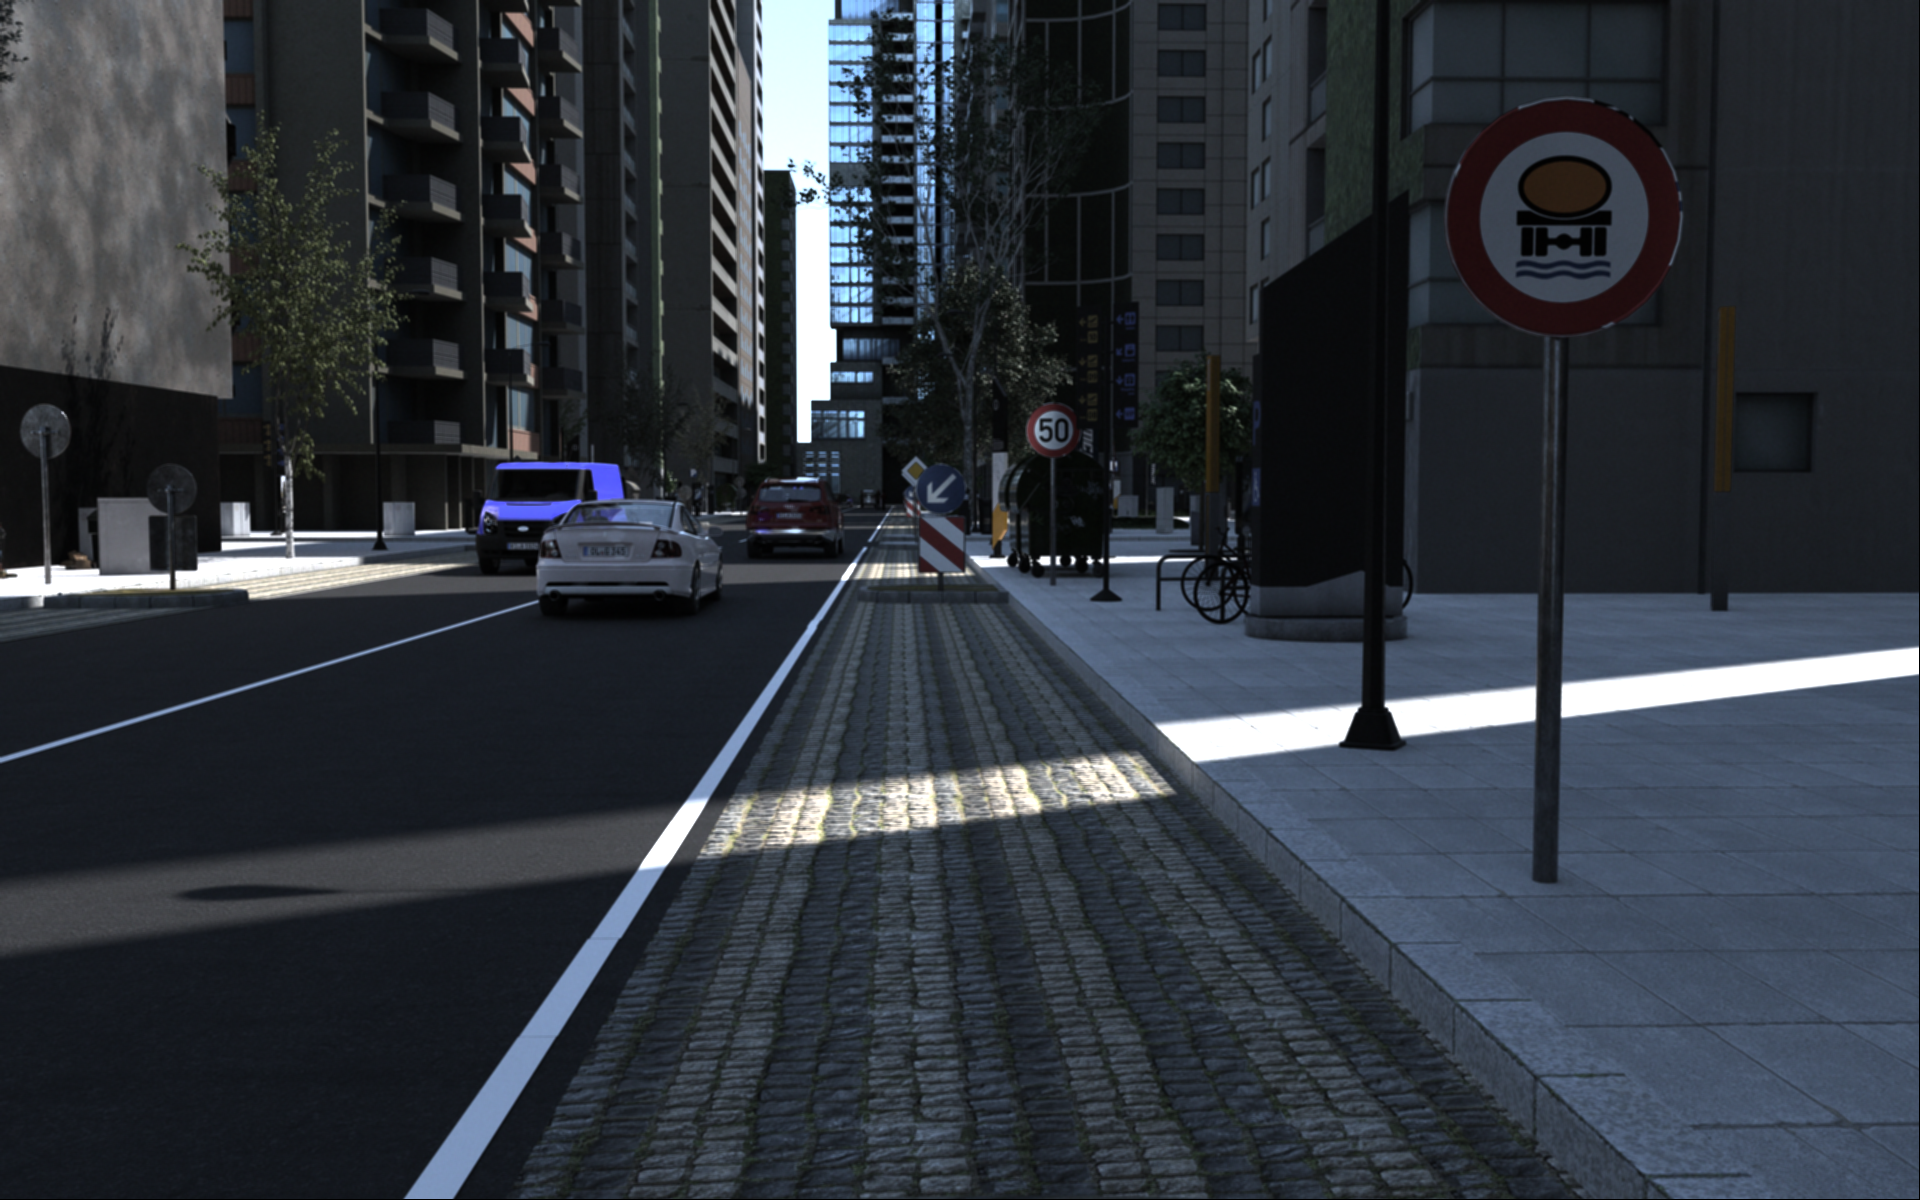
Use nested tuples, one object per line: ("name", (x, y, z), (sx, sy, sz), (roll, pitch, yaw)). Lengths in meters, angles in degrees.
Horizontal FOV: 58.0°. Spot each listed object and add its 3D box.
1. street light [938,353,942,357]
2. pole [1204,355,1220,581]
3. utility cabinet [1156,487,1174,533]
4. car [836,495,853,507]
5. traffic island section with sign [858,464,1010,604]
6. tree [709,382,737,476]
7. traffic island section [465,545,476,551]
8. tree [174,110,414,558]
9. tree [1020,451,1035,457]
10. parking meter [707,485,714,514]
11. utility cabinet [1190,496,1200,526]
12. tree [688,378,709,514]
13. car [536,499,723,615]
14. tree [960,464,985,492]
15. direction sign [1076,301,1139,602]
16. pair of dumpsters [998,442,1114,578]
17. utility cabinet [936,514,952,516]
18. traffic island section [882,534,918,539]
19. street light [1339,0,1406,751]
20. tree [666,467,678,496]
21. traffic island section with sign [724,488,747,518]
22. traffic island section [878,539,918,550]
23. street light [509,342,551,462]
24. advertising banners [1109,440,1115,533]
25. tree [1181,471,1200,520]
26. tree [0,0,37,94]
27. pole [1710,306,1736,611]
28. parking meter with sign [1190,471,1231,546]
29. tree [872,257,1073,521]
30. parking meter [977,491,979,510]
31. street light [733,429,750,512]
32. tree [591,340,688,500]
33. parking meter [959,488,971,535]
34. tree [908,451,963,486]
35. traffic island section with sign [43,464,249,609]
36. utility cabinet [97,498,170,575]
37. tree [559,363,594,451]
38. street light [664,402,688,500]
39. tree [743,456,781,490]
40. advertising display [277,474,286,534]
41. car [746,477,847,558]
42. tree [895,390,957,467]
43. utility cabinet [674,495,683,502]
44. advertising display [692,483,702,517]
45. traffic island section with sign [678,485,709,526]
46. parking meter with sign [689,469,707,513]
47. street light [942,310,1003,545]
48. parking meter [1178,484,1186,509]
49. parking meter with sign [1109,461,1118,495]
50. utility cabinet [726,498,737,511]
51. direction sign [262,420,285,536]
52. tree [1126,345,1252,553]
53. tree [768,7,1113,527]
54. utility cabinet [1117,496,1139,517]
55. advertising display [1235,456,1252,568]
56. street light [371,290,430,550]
("street light", (-0.033, -5.176, 57.171), (1.470, 5.913, 1.316), (0, 4, -2))
("pole", (3.731, -1.942, 25.593), (0.158, 3.312, 0.155), (0, 3, 0))
("utility cabinet", (6.624, -2.899, 56.074), (0.318, 1.500, 1.173), (1, 4, 20))
("car", (-12.941, -11.135, 194.635), (1.945, 1.354, 3.894), (0, 4, -2))
("traffic island section with sign", (-0.379, -0.907, 23.454), (1.989, 1.847, 2.006), (0, 4, -2))
("tree", (-16.786, -9.963, 113.257), (4.360, 8.622, 3.978), (0, 3, 0))
("traffic island section", (-11.510, -1.391, 45.029), (2.009, 0.180, 2.903), (0, 4, -2))
("tree", (-13.147, -5.140, 34.397), (4.737, 8.622, 4.395), (0, 3, 0))
("tree", (2.187, -2.888, 41.814), (1.663, 3.219, 1.824), (0, 3, 0))
("parking meter", (-15.921, -6.414, 110.581), (0.255, 1.863, 0.399), (3, 5, 39))
("utility cabinet", (9.764, -3.659, 70.991), (0.306, 1.237, 1.020), (2, 4, 32))
("tree", (-16.274, -8.758, 93.557), (4.360, 8.622, 3.978), (0, 3, 0))
("car", (-4.095, -0.584, 21.903), (2.083, 1.381, 4.827), (0, 4, -2))
("tree", (0.611, -6.087, 94.122), (1.663, 3.219, 1.824), (0, 3, 0))
("direction sign", (1.757, -1.757, 20.731), (0.876, 3.537, 0.379), (3, 5, 40))
("pair of dumpsters", (1.534, -1.589, 28.467), (1.574, 2.255, 4.437), (0, 4, -2))
("utility cabinet", (-0.923, -5.607, 102.836), (1.020, 1.237, 0.306), (2, 4, 25))
("traffic island section", (-1.396, -1.901, 53.356), (2.009, 0.180, 2.903), (0, 4, -2))
("street light", (1.563, -2.208, 8.640), (1.470, 5.913, 1.316), (0, 4, -2))
("tree", (-20.460, -7.749, 121.296), (1.663, 3.219, 1.824), (0, 3, 0))
("traffic island section with sign", (-13.229, -5.893, 104.982), (1.989, 1.847, 2.006), (0, 4, -2))
("traffic island section", (-1.124, -1.413, 45.376), (2.009, 0.180, 2.903), (0, 4, -2))
("street light", (-13.192, -4.922, 53.009), (1.470, 5.913, 1.316), (0, 4, -2))
("advertising banners", (4.968, -3.723, 57.057), (0.090, 3.025, 2.074), (0, 4, -1))
("tree", (11.546, -5.491, 84.387), (1.663, 3.219, 1.824), (0, 3, 0))
("tree", (-13.491, -6.348, 14.165), (12.009, 13.543, 11.850), (0, 3, 0))
("pole", (8.355, -1.537, 18.967), (0.158, 3.312, 0.155), (0, 3, 0))
("parking meter with sign", (6.386, -2.903, 43.726), (0.543, 3.016, 1.738), (2, 4, 33))
("tree", (0.644, -10.198, 83.748), (9.611, 12.733, 9.660), (0, 3, 0))
("parking meter", (0.931, -5.692, 101.475), (0.372, 1.533, 0.369), (0, 3, 0))
("street light", (-15.604, -9.221, 123.309), (1.470, 5.913, 1.316), (0, 4, -2))
("tree", (-15.428, -8.082, 82.498), (4.360, 8.622, 3.978), (0, 3, 0))
("parking meter", (0.144, -2.788, 53.998), (0.372, 1.533, 0.369), (0, 3, 0))
("tree", (-1.364, -7.745, 110.350), (4.285, 4.588, 4.351), (0, 3, 0))
("traffic island section with sign", (-10.412, -0.845, 22.438), (1.989, 1.847, 2.006), (0, 4, -2))
("utility cabinet", (-13.149, -1.004, 27.580), (1.020, 1.237, 0.306), (-2, 4, -24))
("tree", (-22.123, -8.713, 92.820), (4.737, 8.622, 4.395), (0, 3, 0))
("street light", (-14.453, -7.055, 87.886), (1.470, 5.913, 1.316), (0, 4, -2))
("tree", (-16.990, -10.090, 148.685), (4.285, 4.588, 4.351), (0, 3, 0))
("advertising display", (-22.175, -3.149, 56.701), (0.123, 1.923, 0.974), (-1, 4, -10))
("car", (-3.795, -1.940, 40.400), (2.281, 1.827, 5.304), (0, 4, -1))
("tree", (-1.687, -12.312, 135.715), (7.601, 10.594, 8.767), (1, 4, 17))
("utility cabinet", (-15.625, -5.246, 96.931), (0.306, 1.237, 1.020), (1, 4, 18))
("advertising display", (-14.846, -5.660, 97.756), (0.123, 1.923, 0.974), (1, 4, 17))
("traffic island section with sign", (-12.299, -4.219, 77.609), (1.989, 1.847, 2.006), (0, 4, -2))
("parking meter with sign", (-18.082, -7.566, 119.968), (0.543, 3.016, 1.738), (-3, 4, -36))
("street light", (0.365, -4.359, 43.819), (1.470, 5.913, 1.316), (0, 4, -2))
("parking meter", (12.665, -5.697, 98.862), (0.399, 1.863, 0.255), (1, 4, 19))
("parking meter with sign", (7.659, -5.804, 91.148), (0.543, 3.016, 1.738), (-1, 4, -23))
("utility cabinet", (-16.765, -7.257, 127.333), (0.318, 1.500, 1.173), (1, 4, 22))
("direction sign", (-21.118, -3.755, 53.387), (0.876, 3.537, 0.379), (1, 4, 23))
("tree", (5.386, -3.330, 38.163), (4.285, 4.588, 4.351), (0, 3, 0))
("tree", (-0.701, -13.006, 68.531), (12.611, 20.169, 13.585), (0, 3, 0))
("utility cabinet", (6.546, -3.449, 67.555), (0.306, 1.237, 1.020), (-2, 4, -30))
("advertising display", (4.937, -1.521, 30.088), (0.123, 1.923, 0.974), (1, 4, 21))
("street light", (-12.749, -4.096, 39.516), (1.470, 5.913, 1.316), (0, 4, -2))
